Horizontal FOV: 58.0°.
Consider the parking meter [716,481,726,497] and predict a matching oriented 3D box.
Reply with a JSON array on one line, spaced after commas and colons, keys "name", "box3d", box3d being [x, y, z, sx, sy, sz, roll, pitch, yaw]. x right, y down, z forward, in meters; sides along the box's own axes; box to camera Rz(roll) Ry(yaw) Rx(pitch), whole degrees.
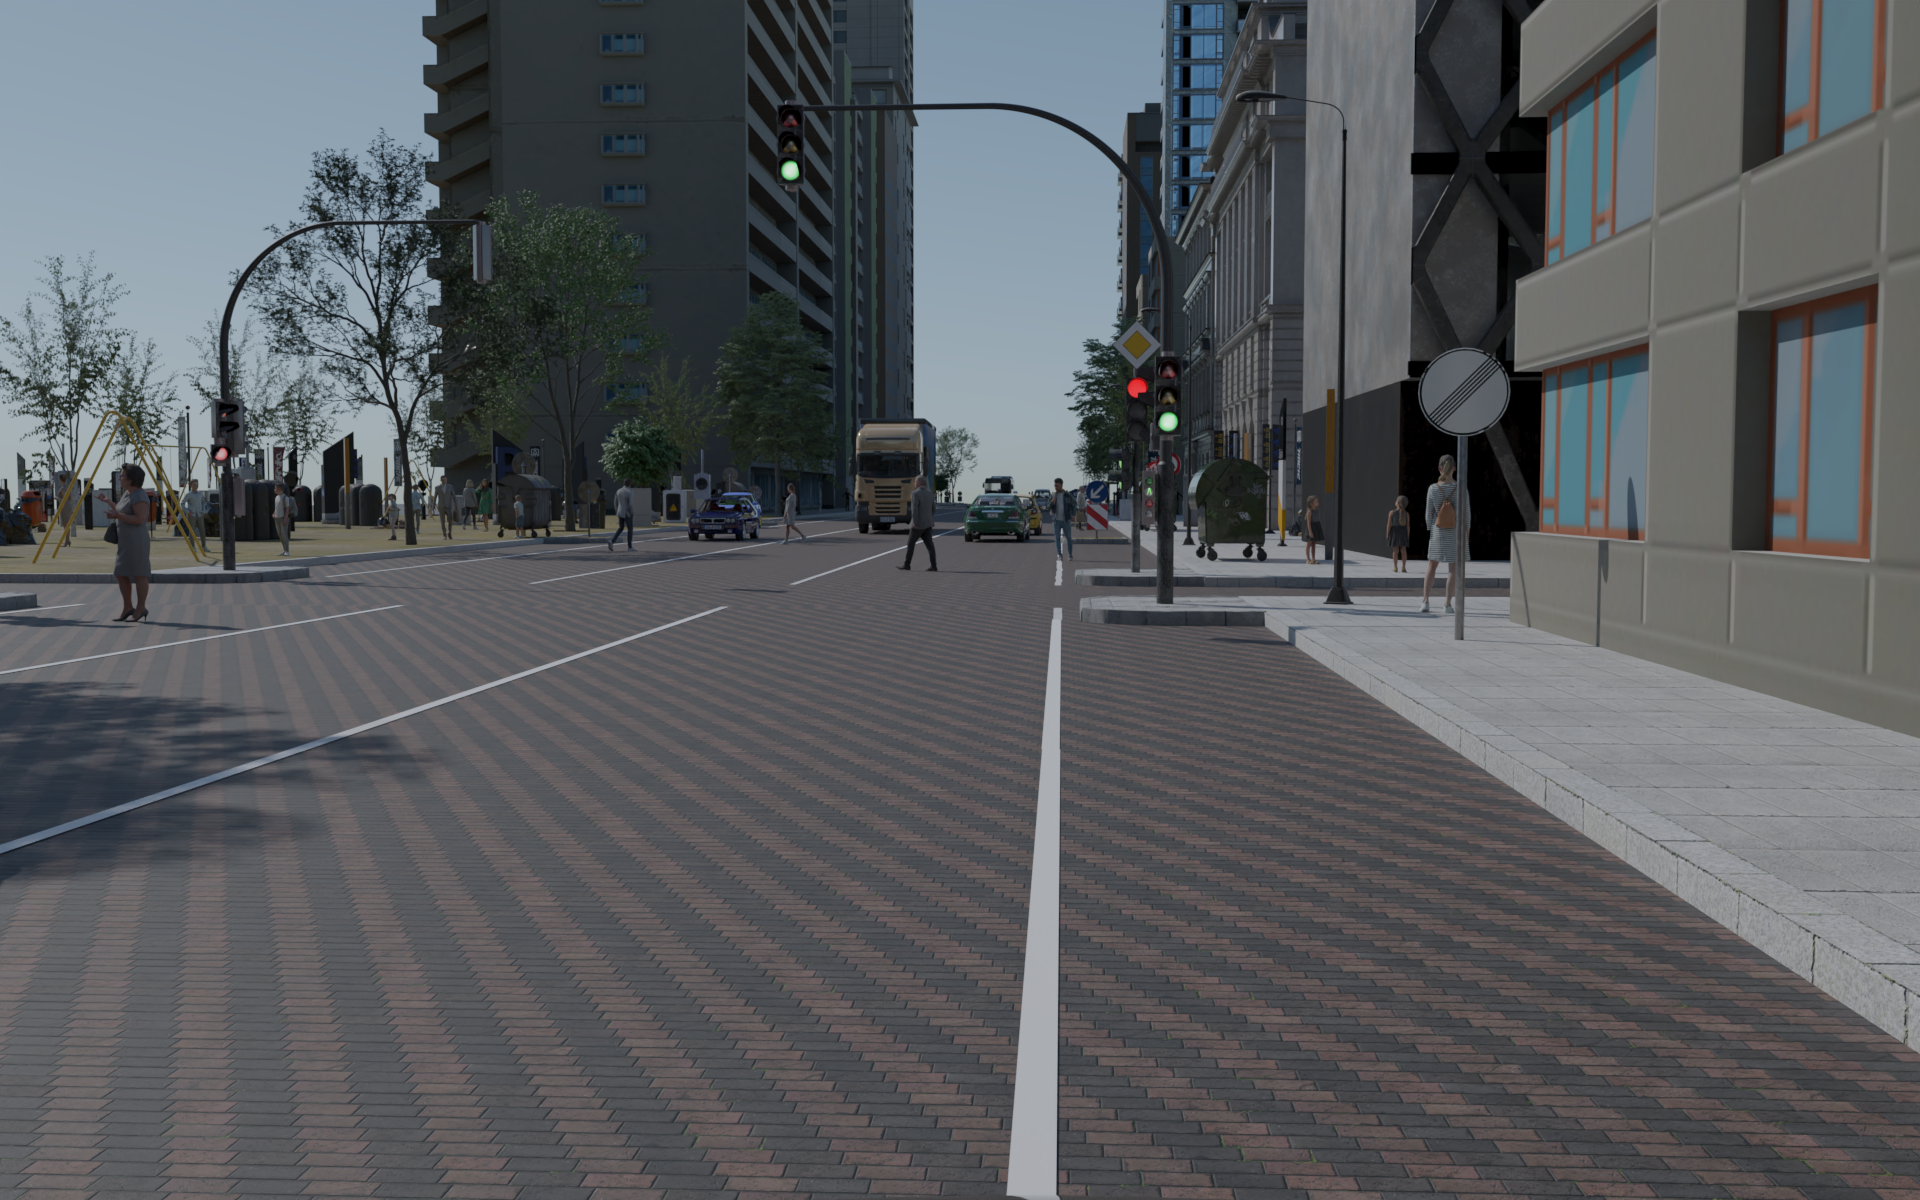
[{"name": "parking meter", "box3d": [-11.008, -4.526, 79.704, 0.399, 1.863, 0.255, 1, 4, 23]}]

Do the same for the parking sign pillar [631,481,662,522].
[{"name": "parking sign pillar", "box3d": [-14.538, -5.601, 80.044, 1.447, 3.967, 1.447, 1, 4, 12]}]

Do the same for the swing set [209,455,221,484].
[{"name": "swing set", "box3d": [-25.375, -3.572, 56.022, 2.862, 2.851, 3.119, 1, 4, 10]}]

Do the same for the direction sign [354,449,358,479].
[{"name": "direction sign", "box3d": [-30.640, -5.801, 86.839, 0.876, 3.537, 0.379, 0, 4, -5]}]

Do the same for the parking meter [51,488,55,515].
[{"name": "parking meter", "box3d": [-54.783, -6.030, 104.304, 0.399, 1.863, 0.255, -1, 4, -19]}]

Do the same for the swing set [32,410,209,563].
[{"name": "swing set", "box3d": [-16.381, -2.217, 33.869, 2.862, 2.851, 3.119, -1, 4, -21]}]

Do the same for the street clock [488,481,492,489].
[{"name": "street clock", "box3d": [-26.700, -5.766, 98.850, 0.471, 2.002, 0.358, -1, 4, -17]}]

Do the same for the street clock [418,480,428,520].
[{"name": "street clock", "box3d": [-26.703, -4.991, 86.169, 0.471, 2.002, 0.358, -3, 5, -41]}]

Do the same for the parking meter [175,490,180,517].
[{"name": "parking meter", "box3d": [-44.106, -5.446, 97.450, 0.372, 1.533, 0.369, 0, 3, 0]}]

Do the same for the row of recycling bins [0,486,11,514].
[{"name": "row of recycling bins", "box3d": [-48.704, -4.784, 85.335, 3.534, 1.692, 1.069, -1, 4, -12]}]

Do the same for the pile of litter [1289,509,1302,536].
[{"name": "pile of litter", "box3d": [10.750, -2.379, 52.868, 1.719, 0.858, 1.176, -1, 4, -22]}]

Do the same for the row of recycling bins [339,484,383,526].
[{"name": "row of recycling bins", "box3d": [-24.385, -3.868, 70.347, 1.069, 1.692, 3.534, -3, 4, -36]}]

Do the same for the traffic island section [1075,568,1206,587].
[{"name": "traffic island section", "box3d": [2.887, -0.367, 28.279, 2.009, 0.180, 2.903, 0, 4, 3]}]

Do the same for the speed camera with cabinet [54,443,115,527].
[{"name": "speed camera with cabinet", "box3d": [-34.294, -4.496, 67.847, 2.038, 3.252, 0.660, 0, 4, -6]}]

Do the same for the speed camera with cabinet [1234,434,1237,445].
[{"name": "speed camera with cabinet", "box3d": [8.715, -3.850, 57.282, 0.660, 3.252, 2.038, 0, 4, -8]}]

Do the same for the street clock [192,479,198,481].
[{"name": "street clock", "box3d": [-36.509, -4.778, 82.693, 0.358, 2.002, 0.471, -3, 4, -36]}]

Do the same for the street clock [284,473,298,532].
[{"name": "street clock", "box3d": [-22.898, -3.349, 59.321, 0.471, 2.002, 0.358, -1, 4, -22]}]

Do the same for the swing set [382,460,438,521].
[{"name": "swing set", "box3d": [-25.998, -5.140, 81.652, 2.862, 2.851, 3.119, -2, 4, -26]}]

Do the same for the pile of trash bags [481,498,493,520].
[{"name": "pile of trash bags", "box3d": [-23.381, -4.762, 87.617, 1.912, 1.369, 3.447, 0, 4, -4]}]

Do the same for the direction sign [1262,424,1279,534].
[{"name": "direction sign", "box3d": [10.072, -3.928, 56.218, 0.876, 3.537, 0.379, -3, 5, -44]}]

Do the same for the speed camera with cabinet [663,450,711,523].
[{"name": "speed camera with cabinet", "box3d": [-12.108, -5.040, 76.739, 2.038, 3.252, 0.660, 0, 4, -2]}]

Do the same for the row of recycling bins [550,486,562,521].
[{"name": "row of recycling bins", "box3d": [-20.639, -4.638, 82.950, 1.069, 1.692, 3.534, 3, 4, 36]}]

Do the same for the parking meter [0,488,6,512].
[{"name": "parking meter", "box3d": [-33.640, -3.196, 60.663, 0.372, 1.533, 0.369, 0, 3, 0]}]

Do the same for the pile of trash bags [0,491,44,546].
[{"name": "pile of trash bags", "box3d": [-24.558, -2.112, 44.282, 1.912, 1.369, 3.447, 0, 4, 2]}]

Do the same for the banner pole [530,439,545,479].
[{"name": "banner pole", "box3d": [-19.296, -5.466, 79.390, 0.863, 3.779, 0.401, 0, 4, -1]}]

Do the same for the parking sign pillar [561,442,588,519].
[{"name": "parking sign pillar", "box3d": [-19.920, -6.186, 89.605, 1.447, 3.967, 1.447, 2, 4, 24]}]

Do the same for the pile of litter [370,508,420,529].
[{"name": "pile of litter", "box3d": [-20.866, -3.059, 63.983, 1.719, 0.858, 1.176, -1, 4, -10]}]

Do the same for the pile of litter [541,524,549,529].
[{"name": "pile of litter", "box3d": [-15.896, -3.085, 64.406, 1.176, 0.858, 1.719, 1, 4, 17]}]

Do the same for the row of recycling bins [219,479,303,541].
[{"name": "row of recycling bins", "box3d": [-19.699, -2.535, 48.566, 1.069, 1.692, 3.534, 0, 4, 0]}]

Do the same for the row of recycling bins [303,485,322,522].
[{"name": "row of recycling bins", "box3d": [-30.948, -4.474, 80.270, 3.534, 1.692, 1.069, 0, 4, -4]}]

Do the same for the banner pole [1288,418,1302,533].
[{"name": "banner pole", "box3d": [11.088, -4.094, 56.962, 0.401, 3.779, 0.863, 0, 4, -8]}]

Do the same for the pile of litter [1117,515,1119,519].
[{"name": "pile of litter", "box3d": [8.763, -4.666, 90.248, 1.176, 0.858, 1.719, 0, 4, 6]}]

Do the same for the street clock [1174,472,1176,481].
[{"name": "street clock", "box3d": [5.668, -2.637, 47.685, 0.471, 2.002, 0.358, -1, 4, -21]}]

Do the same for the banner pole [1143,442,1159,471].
[{"name": "banner pole", "box3d": [9.710, -6.030, 88.602, 0.863, 3.779, 0.401, 2, 4, 34]}]

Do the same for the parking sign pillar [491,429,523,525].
[{"name": "parking sign pillar", "box3d": [-18.712, -5.100, 71.856, 1.447, 3.967, 1.447, -2, 4, -35]}]

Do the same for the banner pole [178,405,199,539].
[{"name": "banner pole", "box3d": [-21.947, -3.613, 49.083, 0.863, 3.779, 0.401, 3, 5, 41]}]

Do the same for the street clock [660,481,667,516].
[{"name": "street clock", "box3d": [-17.058, -5.792, 99.272, 0.471, 2.002, 0.358, 1, 4, 8]}]

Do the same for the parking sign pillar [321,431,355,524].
[{"name": "parking sign pillar", "box3d": [-26.635, -5.241, 74.163, 1.447, 3.967, 1.447, -3, 4, -37]}]

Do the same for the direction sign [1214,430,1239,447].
[{"name": "direction sign", "box3d": [9.469, -4.261, 61.664, 0.876, 3.537, 0.379, 0, 4, 0]}]

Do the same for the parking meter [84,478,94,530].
[{"name": "parking meter", "box3d": [-31.345, -3.460, 62.286, 0.255, 1.863, 0.399, -2, 4, -25]}]

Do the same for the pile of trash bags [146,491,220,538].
[{"name": "pile of trash bags", "box3d": [-22.976, -2.584, 51.998, 1.912, 1.369, 3.447, 3, 5, 41]}]

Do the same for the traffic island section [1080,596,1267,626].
[{"name": "traffic island section", "box3d": [2.415, 0.121, 20.308, 2.009, 0.180, 2.903, 0, 4, 3]}]

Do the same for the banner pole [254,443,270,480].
[{"name": "banner pole", "box3d": [-33.971, -5.778, 84.494, 0.863, 3.779, 0.401, -1, 4, -22]}]

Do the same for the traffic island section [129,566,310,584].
[{"name": "traffic island section", "box3d": [-12.328, -0.422, 29.181, 2.009, 0.180, 2.903, 0, 4, 3]}]

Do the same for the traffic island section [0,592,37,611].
[{"name": "traffic island section", "box3d": [-12.799, 0.065, 21.210, 2.009, 0.180, 2.903, 0, 4, 3]}]

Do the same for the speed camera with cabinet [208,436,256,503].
[{"name": "speed camera with cabinet", "box3d": [-24.983, -3.979, 59.395, 2.038, 3.252, 0.660, 2, 4, 35]}]

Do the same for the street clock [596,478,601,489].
[{"name": "street clock", "box3d": [-16.481, -4.556, 79.053, 0.358, 2.002, 0.471, -1, 4, -14]}]

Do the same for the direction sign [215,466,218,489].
[{"name": "direction sign", "box3d": [-33.833, -5.311, 78.833, 0.379, 3.537, 0.876, -1, 4, -16]}]
